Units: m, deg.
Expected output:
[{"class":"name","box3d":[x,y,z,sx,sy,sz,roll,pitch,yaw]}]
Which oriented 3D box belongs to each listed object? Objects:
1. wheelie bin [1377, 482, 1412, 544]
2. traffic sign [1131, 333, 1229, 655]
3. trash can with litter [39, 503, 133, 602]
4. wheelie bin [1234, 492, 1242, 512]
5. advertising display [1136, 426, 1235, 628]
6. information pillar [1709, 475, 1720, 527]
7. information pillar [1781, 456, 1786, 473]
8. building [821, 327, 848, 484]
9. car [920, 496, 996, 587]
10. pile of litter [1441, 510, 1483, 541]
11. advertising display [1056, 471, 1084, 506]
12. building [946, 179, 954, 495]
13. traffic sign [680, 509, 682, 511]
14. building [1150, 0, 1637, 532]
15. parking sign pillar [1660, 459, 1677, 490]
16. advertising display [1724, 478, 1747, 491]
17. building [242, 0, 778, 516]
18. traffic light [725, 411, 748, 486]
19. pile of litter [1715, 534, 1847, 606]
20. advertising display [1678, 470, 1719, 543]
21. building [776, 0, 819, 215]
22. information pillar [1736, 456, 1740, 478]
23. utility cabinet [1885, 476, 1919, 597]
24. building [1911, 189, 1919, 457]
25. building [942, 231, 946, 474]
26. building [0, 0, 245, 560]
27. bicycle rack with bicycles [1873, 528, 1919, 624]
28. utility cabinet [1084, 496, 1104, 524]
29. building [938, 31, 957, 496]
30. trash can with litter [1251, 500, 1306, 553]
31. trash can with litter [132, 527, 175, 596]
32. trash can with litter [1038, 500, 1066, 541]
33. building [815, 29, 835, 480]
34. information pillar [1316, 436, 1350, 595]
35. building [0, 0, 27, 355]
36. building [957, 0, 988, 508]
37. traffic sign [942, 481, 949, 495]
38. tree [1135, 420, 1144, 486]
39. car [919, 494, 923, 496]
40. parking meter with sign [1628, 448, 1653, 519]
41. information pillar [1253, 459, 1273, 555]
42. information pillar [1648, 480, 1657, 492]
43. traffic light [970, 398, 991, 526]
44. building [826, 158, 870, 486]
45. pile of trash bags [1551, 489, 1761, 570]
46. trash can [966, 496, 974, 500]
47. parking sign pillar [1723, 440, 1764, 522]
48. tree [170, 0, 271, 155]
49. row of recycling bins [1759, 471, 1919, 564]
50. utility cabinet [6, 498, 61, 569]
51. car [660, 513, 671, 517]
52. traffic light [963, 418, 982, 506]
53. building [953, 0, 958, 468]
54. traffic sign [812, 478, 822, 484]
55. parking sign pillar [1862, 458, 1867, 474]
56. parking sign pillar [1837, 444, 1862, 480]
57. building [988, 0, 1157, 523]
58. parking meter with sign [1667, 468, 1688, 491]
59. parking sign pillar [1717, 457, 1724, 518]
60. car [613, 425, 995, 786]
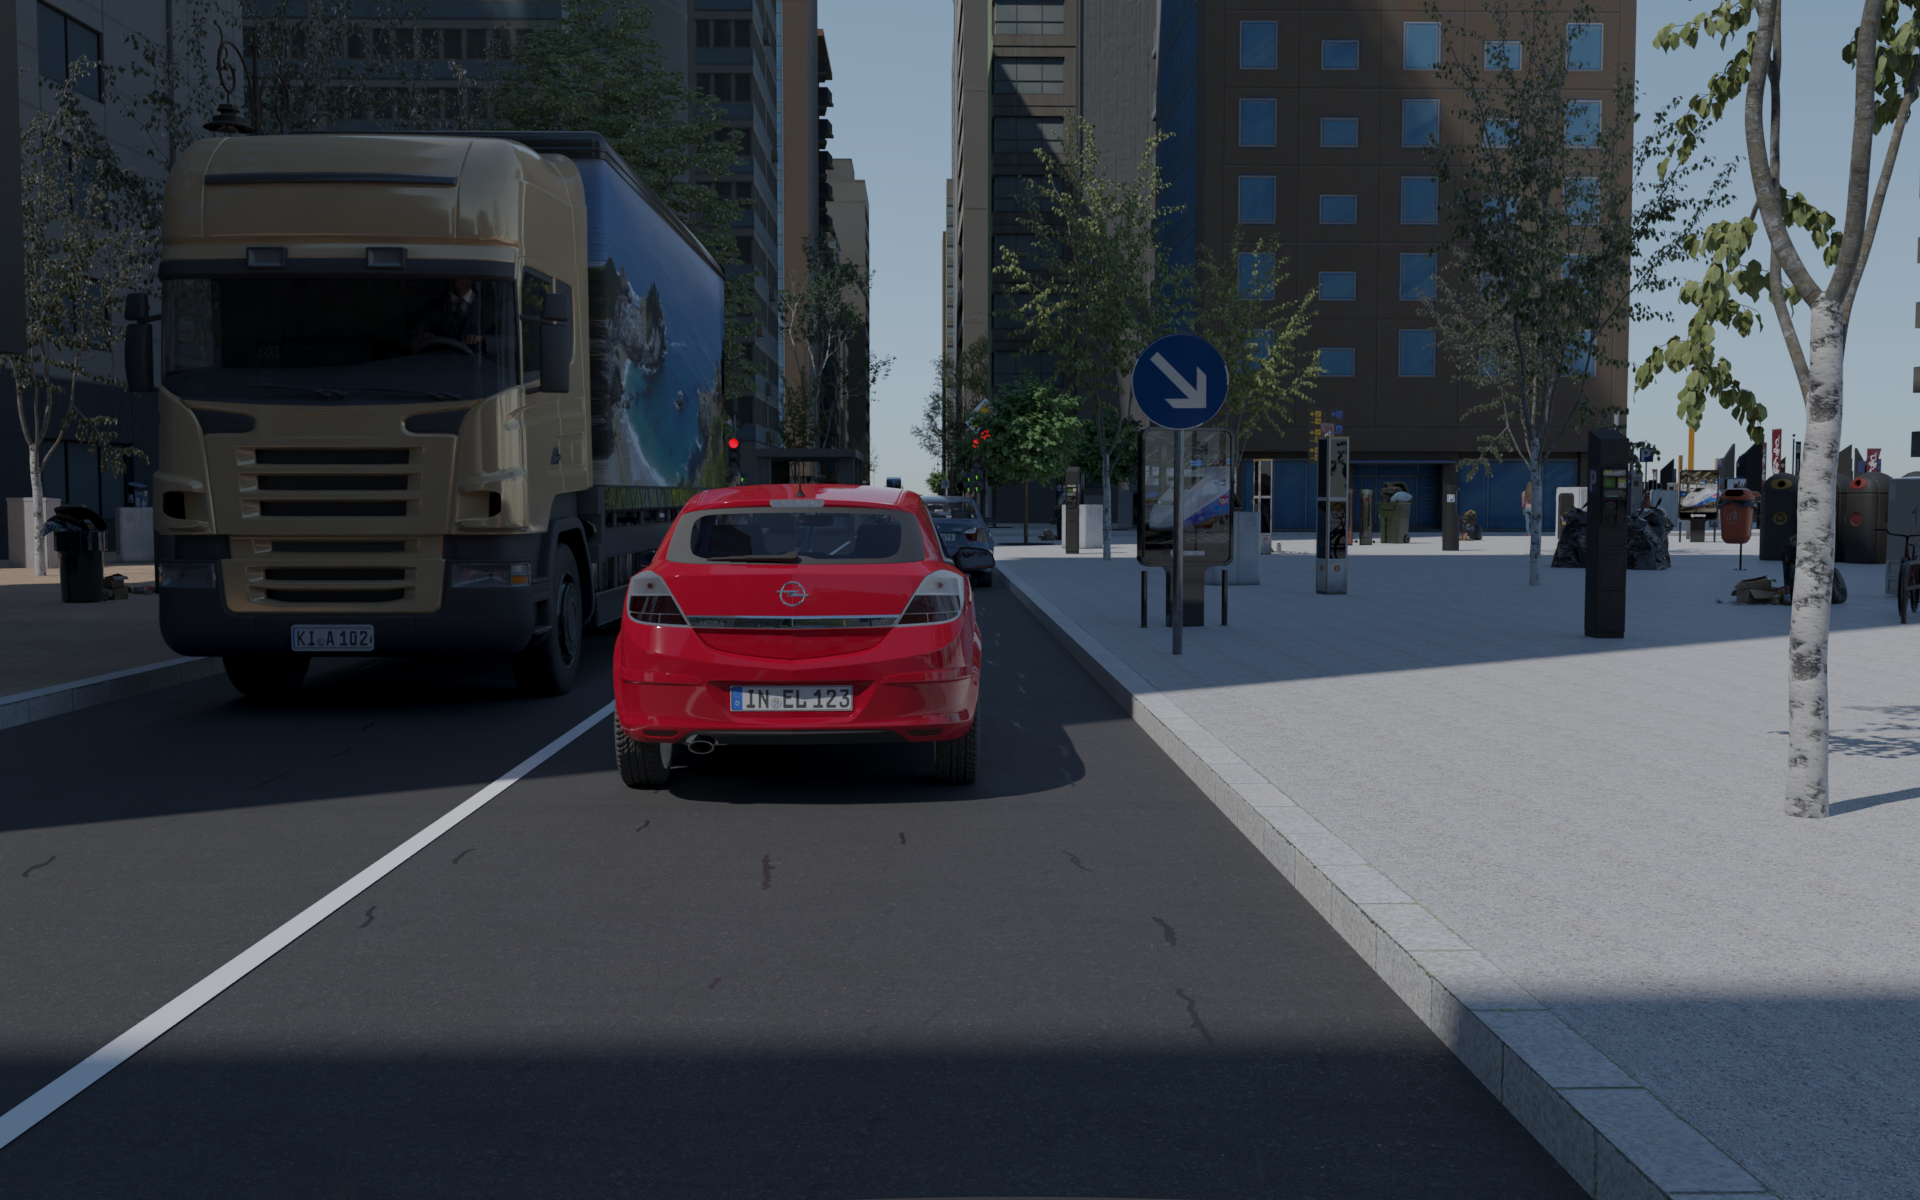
[{"class":"wheelie bin","box3d":[11.268,-2.260,44.866,0.693,1.594,0.980,-3,5,-43]},{"class":"traffic sign","box3d":[1.742,-0.837,13.799,0.768,2.556,0.104,0,4,5]},{"class":"trash can with litter","box3d":[-10.450,-0.574,20.769,0.624,1.170,1.055,0,4,4]},{"class":"wheelie bin","box3d":[4.127,-1.232,28.045,0.693,1.594,0.980,-1,4,-21]},{"class":"advertising display","box3d":[2.177,-0.704,16.718,0.974,1.923,0.123,-1,4,-17]},{"class":"information pillar","box3d":[29.190,-3.825,67.034,0.304,2.012,0.304,1,4,11]},{"class":"information pillar","box3d":[51.281,-7.143,108.135,0.183,3.616,0.504,-3,4,-39]},{"class":"building","box3d":[-26.725,-21.149,190.825,27.650,21.520,28.899,0,4,-1]},{"class":"car","box3d":[-0.399,-0.980,28.028,2.014,1.417,4.499,0,4,-2]},{"class":"pile of litter","box3d":[13.809,-2.074,47.876,1.719,0.858,1.176,-3,5,-40]},{"class":"advertising display","box3d":[3.098,-2.665,48.793,0.123,1.923,0.974,-3,5,-43]},{"class":"building","box3d":[5.156,-33.230,226.905,14.154,41.232,14.086,0,4,-1]},{"class":"traffic sign","box3d":[-7.392,-2.805,45.961,0.768,2.556,0.104,0,4,2]},{"class":"building","box3d":[14.982,-25.273,63.318,14.200,45.320,14.600,0,4,-1]},{"class":"parking sign pillar","box3d":[54.278,-8.826,132.771,1.447,3.967,1.447,-1,4,-22]},{"class":"advertising display","box3d":[30.727,-3.879,68.635,0.974,1.923,0.123,-1,4,-16]},{"class":"building","box3d":[-20.196,-23.112,69.764,32.217,40.220,23.993,0,4,-1]},{"class":"traffic light","box3d":[-7.577,-4.248,58.383,0.839,4.253,0.868,0,4,-1]},{"class":"pile of litter","box3d":[9.682,-0.395,20.419,1.719,0.858,1.176,0,4,-8]},{"class":"advertising display","box3d":[19.580,-2.491,45.940,0.974,1.923,0.123,1,4,18]},{"class":"building","box3d":[-18.728,-29.954,139.856,14.600,45.320,14.200,0,4,-1]},{"class":"information pillar","box3d":[47.468,-6.993,105.697,0.183,3.616,0.504,0,4,2]},{"class":"utility cabinet","box3d":[11.799,-0.769,21.256,0.318,1.500,1.173,0,4,3]},{"class":"building","box3d":[52.382,-27.286,69.835,21.600,48.544,21.300,0,4,-1]},{"class":"building","box3d":[4.001,-38.874,285.691,14.600,45.320,14.200,0,4,-1]},{"class":"building","box3d":[-28.998,-36.560,36.011,20.611,71.187,20.563,0,4,-1]},{"class":"bicycle rack with bicycles","box3d":[10.382,-0.233,17.192,2.852,0.926,2.925,3,5,41]},{"class":"utility cabinet","box3d":[5.668,-3.826,73.721,1.020,1.237,0.306,0,4,4]},{"class":"building","box3d":[6.887,-50.724,267.594,20.563,71.187,20.611,0,4,-1]},{"class":"trash can with litter","box3d":[6.623,-1.682,38.565,1.678,1.210,2.233,-1,4,-10]},{"class":"trash can with litter","box3d":[-9.947,-0.716,22.766,1.678,1.210,2.233,2,4,26]},{"class":"trash can with litter","box3d":[2.716,-2.231,47.860,1.055,1.170,0.624,-2,4,-25]},{"class":"building","box3d":[-23.128,-30.993,161.364,22.147,44.769,28.867,0,4,-1]},{"class":"information pillar","box3d":[4.766,-1.081,22.173,0.304,2.012,0.304,-1,4,-17]},{"class":"building","box3d":[-16.240,-21.962,9.194,14.600,45.320,14.200,0,4,-1]},{"class":"building","box3d":[10.657,-32.065,147.957,21.300,48.544,21.600,0,4,-1]},{"class":"traffic sign","box3d":[-1.086,-7.764,129.070,0.606,2.300,0.079,0,4,8]},{"class":"tree","box3d":[5.300,-4.743,61.259,4.285,4.588,4.351,0,3,0]},{"class":"car","box3d":[-2.893,-5.939,107.324,2.015,1.641,3.980,0,4,-3]},{"class":"parking meter with sign","box3d":[25.046,-4.177,64.563,1.738,3.016,0.543,-2,4,-33]},{"class":"information pillar","box3d":[6.400,-1.964,36.608,0.304,2.012,0.304,-1,4,-13]},{"class":"information pillar","box3d":[35.628,-5.177,89.138,0.304,2.012,0.304,-2,4,-26]},{"class":"traffic light","box3d":[0.725,-3.773,50.612,0.839,4.253,0.868,0,4,-1]},{"class":"building","box3d":[-24.139,-38.470,252.679,21.300,48.544,21.600,0,4,-1]},{"class":"pile of trash bags","box3d":[11.950,-1.233,29.912,3.447,1.369,1.912,3,5,42]},{"class":"trash can","box3d":[0.762,-6.472,117.468,0.748,1.137,0.748,0,3,0]},{"class":"parking sign pillar","box3d":[36.508,-5.599,80.021,1.447,3.967,1.447,-2,4,-28]},{"class":"tree","box3d":[-8.372,-4.319,20.982,4.360,8.622,3.978,0,3,0]},{"class":"row of recycling bins","box3d":[16.602,-1.545,32.372,1.069,1.692,3.534,-2,4,-29]},{"class":"utility cabinet","box3d":[-16.048,-1.155,30.049,1.020,1.237,0.306,2,4,25]},{"class":"car","box3d":[-11.212,-2.564,54.282,4.827,1.381,2.083,0,4,-1]},{"class":"traffic light","box3d":[0.531,-4.261,58.595,0.839,4.253,0.868,0,4,-1]},{"class":"building","box3d":[9.775,-39.862,193.749,21.231,58.520,28.212,0,4,-1]},{"class":"traffic sign","box3d":[-8.827,-6.409,106.916,0.606,2.300,0.079,0,4,3]},{"class":"parking sign pillar","box3d":[52.862,-6.915,101.539,1.447,3.967,1.447,-3,5,-42]},{"class":"parking sign pillar","box3d":[47.794,-6.464,94.159,1.447,3.967,1.447,-3,5,-42]},{"class":"building","box3d":[8.259,-24.350,81.709,14.154,41.232,14.086,0,4,-1]},{"class":"parking meter with sign","box3d":[48.562,-7.445,117.979,1.738,3.016,0.543,2,4,31]},{"class":"parking sign pillar","box3d":[40.631,-6.328,91.937,1.447,3.967,1.447,-3,5,-43]},{"class":"car","box3d":[-0.844,-0.060,10.022,2.155,1.783,4.494,0,4,-2]}]
